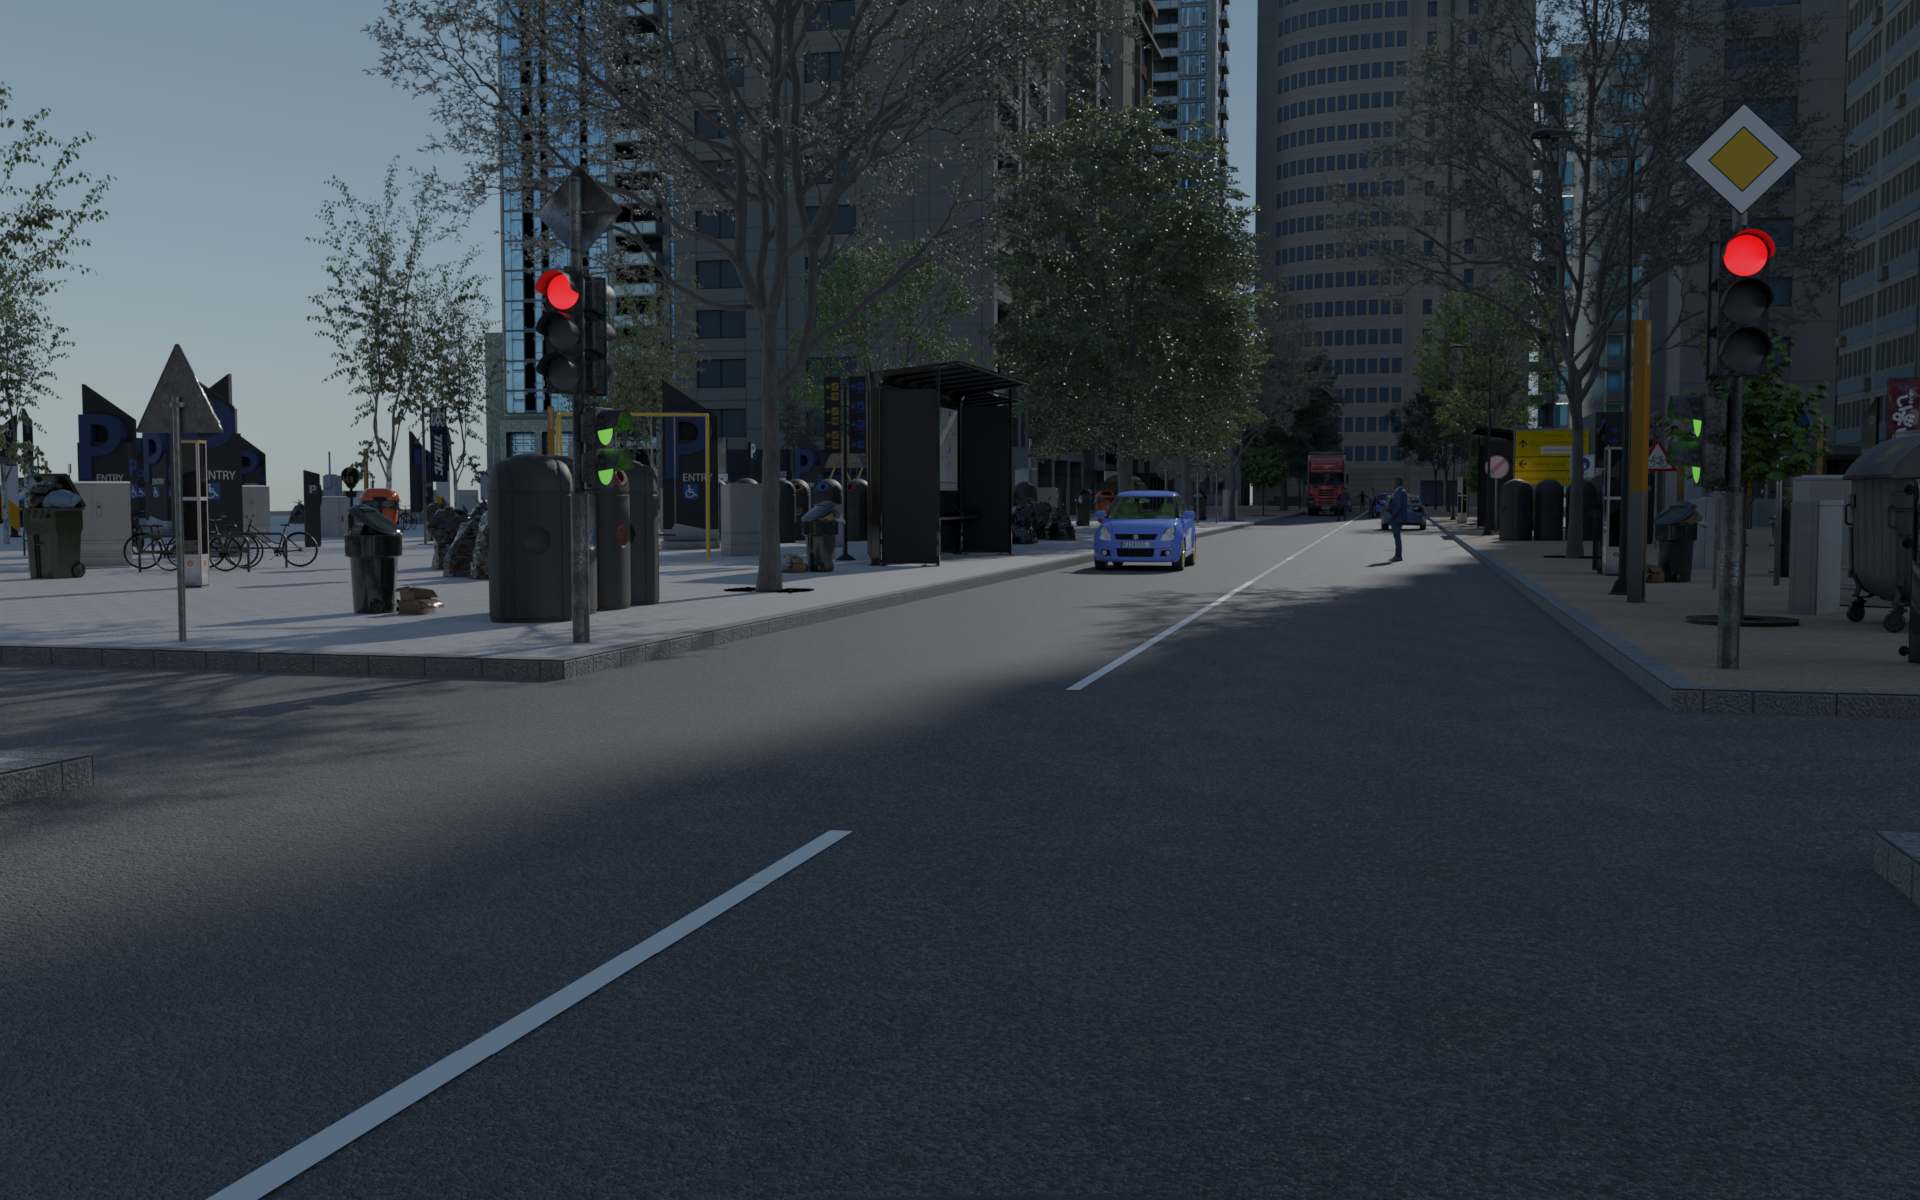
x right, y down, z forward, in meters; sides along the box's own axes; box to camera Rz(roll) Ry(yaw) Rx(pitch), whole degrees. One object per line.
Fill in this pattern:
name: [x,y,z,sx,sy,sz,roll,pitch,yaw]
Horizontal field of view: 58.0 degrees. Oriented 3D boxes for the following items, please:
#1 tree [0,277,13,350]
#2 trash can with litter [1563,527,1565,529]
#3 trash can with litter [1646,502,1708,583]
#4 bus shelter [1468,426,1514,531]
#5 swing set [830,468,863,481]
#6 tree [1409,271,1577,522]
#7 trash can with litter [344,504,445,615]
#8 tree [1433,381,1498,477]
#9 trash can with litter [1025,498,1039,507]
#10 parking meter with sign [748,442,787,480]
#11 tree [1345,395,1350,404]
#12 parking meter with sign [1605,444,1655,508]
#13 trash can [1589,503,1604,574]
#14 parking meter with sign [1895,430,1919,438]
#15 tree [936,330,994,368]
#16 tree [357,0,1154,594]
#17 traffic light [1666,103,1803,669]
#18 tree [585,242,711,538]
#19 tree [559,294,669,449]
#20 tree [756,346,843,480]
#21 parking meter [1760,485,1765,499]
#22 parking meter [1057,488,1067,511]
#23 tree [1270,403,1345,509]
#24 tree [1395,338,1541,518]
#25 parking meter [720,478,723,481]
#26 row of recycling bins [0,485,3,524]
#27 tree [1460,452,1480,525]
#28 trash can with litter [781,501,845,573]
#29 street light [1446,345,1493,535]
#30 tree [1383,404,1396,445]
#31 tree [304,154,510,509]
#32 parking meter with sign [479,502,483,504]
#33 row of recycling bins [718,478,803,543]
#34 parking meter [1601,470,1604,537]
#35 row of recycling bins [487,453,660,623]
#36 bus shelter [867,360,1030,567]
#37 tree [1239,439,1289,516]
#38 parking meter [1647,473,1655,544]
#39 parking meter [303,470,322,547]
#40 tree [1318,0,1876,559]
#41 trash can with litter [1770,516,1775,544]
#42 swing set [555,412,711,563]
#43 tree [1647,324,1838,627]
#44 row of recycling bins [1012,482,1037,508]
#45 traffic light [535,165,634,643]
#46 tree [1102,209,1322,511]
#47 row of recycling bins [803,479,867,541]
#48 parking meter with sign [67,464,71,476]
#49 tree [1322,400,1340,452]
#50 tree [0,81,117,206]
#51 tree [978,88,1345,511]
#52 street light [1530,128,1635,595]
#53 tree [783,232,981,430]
tree: [-22.716,-5.318,37.313,4.737,8.622,4.395,0,3,0]
trash can with litter: [21.598,-2.999,60.422,1.055,1.170,0.624,-2,4,-29]
trash can with litter: [10.257,-0.839,25.108,1.055,1.170,0.624,-2,4,-30]
bus shelter: [19.455,-4.382,62.921,1.731,3.624,6.357,1,4,14]
swing set: [-4.893,-4.967,78.829,2.862,2.851,3.119,1,4,23]
tree: [24.506,-9.428,79.900,9.928,11.665,9.643,0,3,0]
trash can with litter: [-6.089,-0.447,18.702,1.055,1.170,0.624,1,4,14]
tree: [31.249,-9.537,106.299,4.360,8.622,3.978,0,3,0]
trash can with litter: [2.420,-2.461,51.628,1.055,1.170,0.624,2,4,28]
parking meter with sign: [-6.227,-3.798,58.363,1.738,3.016,0.543,1,4,15]
tree: [24.894,-13.835,132.853,9.857,13.997,8.962,0,3,0]
parking meter with sign: [23.391,-3.925,60.436,1.738,3.016,0.543,-1,4,-17]
trash can: [10.473,-0.987,27.786,0.748,1.137,0.748,0,3,0]
parking meter with sign: [11.677,-1.508,20.924,0.543,3.016,1.738,0,4,0]
tree: [-0.279,-7.777,77.522,4.737,8.622,4.395,0,3,0]
tree: [-2.402,-6.856,22.463,12.009,13.543,11.850,0,3,0]
traffic light: [5.633,-1.450,12.633,0.839,4.253,0.868,1,4,14]
tree: [-8.996,-6.096,50.032,4.360,8.622,3.978,0,3,0]
tree: [-12.571,-6.899,63.155,4.737,8.622,4.395,0,3,0]
tree: [-8.120,-8.349,86.875,4.360,8.622,3.978,0,3,0]
parking meter: [37.993,-4.682,82.261,0.399,1.863,0.255,-1,4,-22]
parking meter: [3.979,-3.623,67.647,0.372,1.533,0.369,0,3,0]
tree: [29.841,-13.241,150.899,8.767,10.594,7.601,3,4,39]
tree: [27.829,-9.746,93.751,7.601,10.594,8.767,1,4,16]
parking meter: [-8.928,-3.548,63.729,0.399,1.863,0.255,1,4,16]
row of recycling bins: [-41.904,-4.096,74.089,1.069,1.692,3.534,1,4,10]
tree: [21.397,-4.719,71.753,1.663,3.219,1.824,0,3,0]
trash can with litter: [-2.448,-1.038,28.357,1.055,1.170,0.624,-3,5,-42]
street light: [15.917,-4.978,53.934,1.470,5.913,1.316,1,4,14]
tree: [34.817,-11.572,123.611,8.767,10.594,7.601,-1,4,-11]
tree: [-12.638,-5.398,38.615,4.360,8.622,3.978,0,3,0]
parking meter with sign: [-24.510,-5.800,91.096,1.738,3.016,0.543,-3,5,-44]
row of recycling bins: [-5.974,-2.312,44.916,3.534,1.692,1.069,-2,4,-29]
parking meter: [15.952,-2.252,42.524,0.255,1.863,0.399,-1,4,-15]
row of recycling bins: [-4.185,-0.719,18.862,1.069,1.692,3.534,1,4,9]
bus shelter: [-0.119,-2.594,33.699,1.731,3.624,6.357,1,4,14]
tree: [17.832,-7.205,101.516,4.285,4.588,4.351,0,3,0]
parking meter: [17.558,-2.363,44.352,0.399,1.863,0.255,0,4,-4]
parking meter: [-15.656,-2.214,41.911,0.399,1.863,0.255,-2,4,-28]
tree: [12.258,-7.567,34.086,12.009,13.543,11.850,0,3,0]
trash can with litter: [13.249,-0.958,27.054,1.055,1.170,0.624,1,4,17]
swing set: [-6.415,-2.191,33.442,3.119,2.851,2.862,0,4,-8]
tree: [7.625,-1.375,17.089,1.663,3.219,1.824,0,3,0]
row of recycling bins: [0.812,-3.092,57.669,3.534,1.692,1.069,0,4,0]
traffic light: [-3.256,-1.586,14.846,0.839,4.253,0.868,1,4,14]
tree: [8.912,-9.253,69.420,7.486,12.596,7.792,0,3,0]
row of recycling bins: [-3.245,-2.463,47.391,3.534,1.692,1.069,1,4,20]
parking meter with sign: [-51.939,-6.303,99.310,1.738,3.016,0.543,-3,4,-39]
tree: [32.143,-14.949,162.537,7.486,12.596,7.792,0,3,0]
tree: [-13.896,-4.447,23.069,4.360,8.622,3.978,0,3,0]
tree: [5.052,-8.977,53.427,9.857,13.997,8.962,0,3,0]
street light: [7.933,-3.028,22.057,1.470,5.913,1.316,1,4,14]
tree: [-3.101,-8.659,67.329,9.928,11.665,9.643,0,3,0]
